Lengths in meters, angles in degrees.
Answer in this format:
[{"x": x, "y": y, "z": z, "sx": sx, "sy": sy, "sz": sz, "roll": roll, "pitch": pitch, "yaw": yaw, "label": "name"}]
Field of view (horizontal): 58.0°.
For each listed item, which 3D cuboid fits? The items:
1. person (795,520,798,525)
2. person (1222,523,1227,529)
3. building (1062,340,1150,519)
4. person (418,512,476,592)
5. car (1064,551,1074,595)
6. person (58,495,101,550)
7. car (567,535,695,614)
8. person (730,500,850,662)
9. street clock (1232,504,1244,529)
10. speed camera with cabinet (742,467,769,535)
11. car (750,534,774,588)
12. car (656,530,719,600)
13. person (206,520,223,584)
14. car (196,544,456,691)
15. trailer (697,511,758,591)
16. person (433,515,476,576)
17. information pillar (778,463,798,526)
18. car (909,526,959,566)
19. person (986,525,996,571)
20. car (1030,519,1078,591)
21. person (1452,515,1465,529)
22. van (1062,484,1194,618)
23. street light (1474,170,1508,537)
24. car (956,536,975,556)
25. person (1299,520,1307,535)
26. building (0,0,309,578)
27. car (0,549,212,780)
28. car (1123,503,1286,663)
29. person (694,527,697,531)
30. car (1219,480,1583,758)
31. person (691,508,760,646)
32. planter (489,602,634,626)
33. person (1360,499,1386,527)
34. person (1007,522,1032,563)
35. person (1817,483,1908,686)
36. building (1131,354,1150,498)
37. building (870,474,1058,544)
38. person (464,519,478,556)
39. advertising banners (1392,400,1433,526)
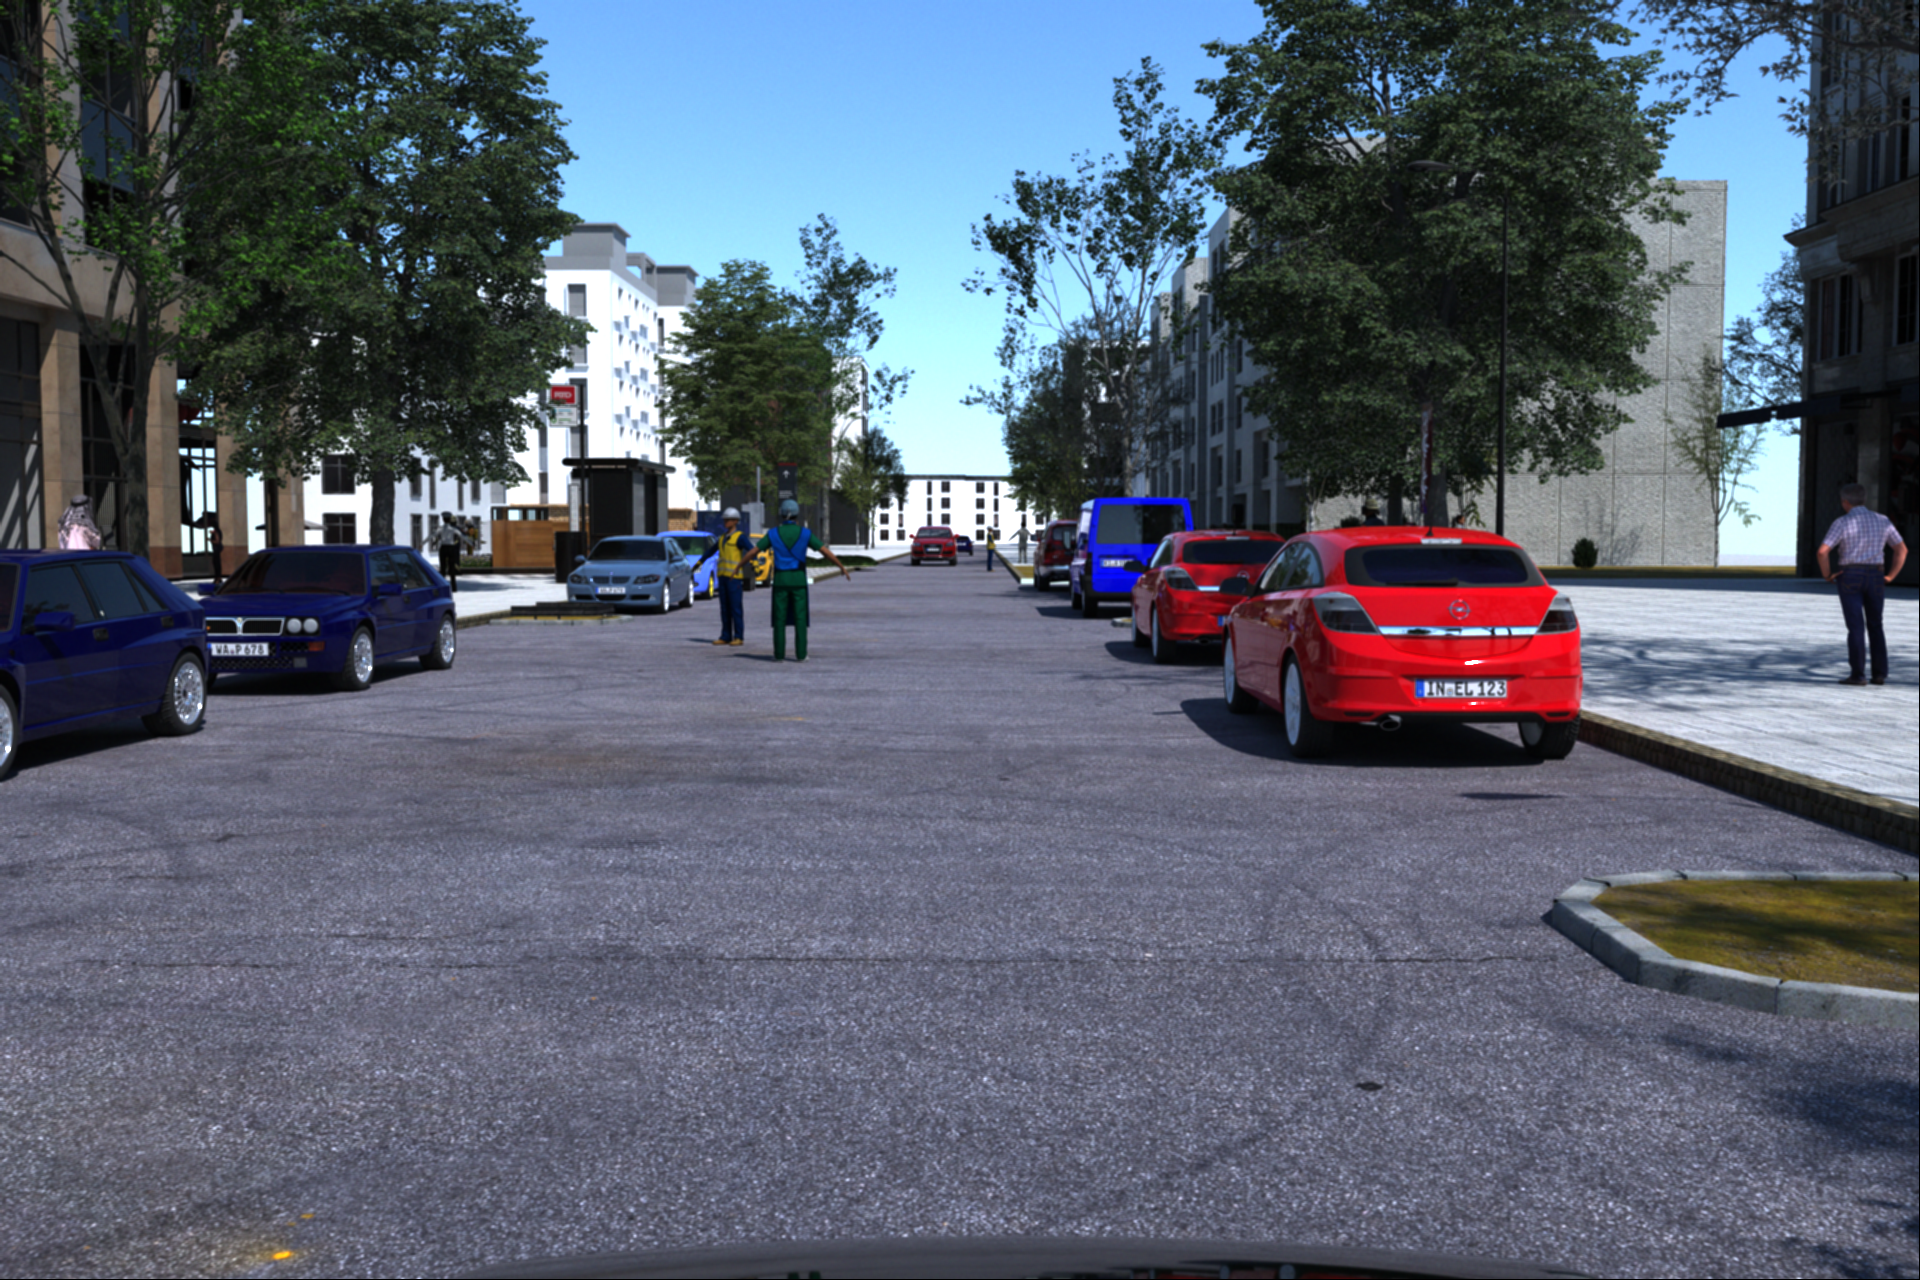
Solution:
[{"x": -5.053, "y": -2.874, "z": 53.792, "sx": 0.721, "sy": 1.733, "sz": 1.217, "roll": -2, "pitch": 4, "yaw": -30, "label": "person"}, {"x": 12.577, "y": -4.661, "z": 82.338, "sx": 1.348, "sy": 1.813, "sz": 0.705, "roll": -3, "pitch": 4, "yaw": -36, "label": "person"}, {"x": 25.531, "y": -21.669, "z": 198.260, "sx": 27.936, "sy": 21.610, "sz": 32.646, "roll": 0, "pitch": 4, "yaw": 1, "label": "building"}, {"x": -11.297, "y": -1.938, "z": 38.148, "sx": 1.216, "sy": 1.778, "sz": 0.721, "roll": -1, "pitch": 4, "yaw": -18, "label": "person"}, {"x": 3.418, "y": -1.827, "z": 39.653, "sx": 2.009, "sy": 1.686, "sz": 4.222, "roll": 0, "pitch": 4, "yaw": 1, "label": "car"}, {"x": -10.327, "y": -0.833, "z": 20.330, "sx": 0.551, "sy": 1.740, "sz": 0.621, "roll": 1, "pitch": 4, "yaw": 11, "label": "person"}, {"x": -6.091, "y": -1.250, "z": 32.442, "sx": 2.014, "sy": 1.417, "sz": 4.499, "roll": 0, "pitch": 4, "yaw": 0, "label": "car"}, {"x": -1.906, "y": -0.663, "z": 19.422, "sx": 1.347, "sy": 1.817, "sz": 0.704, "roll": 0, "pitch": 4, "yaw": -5, "label": "person"}, {"x": 6.620, "y": -2.246, "z": 41.298, "sx": 0.358, "sy": 2.002, "sz": 0.471, "roll": 0, "pitch": 4, "yaw": 0, "label": "street clock"}, {"x": -6.072, "y": -3.494, "z": 51.468, "sx": 0.660, "sy": 3.252, "sz": 2.038, "roll": 0, "pitch": 4, "yaw": 2, "label": "speed camera with cabinet"}, {"x": -5.895, "y": -2.277, "z": 47.455, "sx": 2.015, "sy": 1.641, "sz": 3.980, "roll": 0, "pitch": 4, "yaw": 0, "label": "car"}, {"x": -6.210, "y": -1.786, "z": 38.786, "sx": 1.945, "sy": 1.707, "sz": 3.694, "roll": 0, "pitch": 4, "yaw": 1, "label": "car"}, {"x": -19.035, "y": -2.243, "z": 44.188, "sx": 0.593, "sy": 1.643, "sz": 0.415, "roll": 2, "pitch": 4, "yaw": 33, "label": "person"}, {"x": -6.281, "y": -0.271, "z": 17.017, "sx": 1.945, "sy": 1.354, "sz": 3.894, "roll": 0, "pitch": 4, "yaw": 1, "label": "car"}, {"x": -5.937, "y": -2.201, "z": 43.033, "sx": 1.471, "sy": 1.999, "sz": 3.904, "roll": 0, "pitch": 4, "yaw": 0, "label": "trailer"}, {"x": -15.539, "y": -2.898, "z": 53.162, "sx": 1.354, "sy": 1.856, "sz": 0.705, "roll": 0, "pitch": 4, "yaw": 3, "label": "person"}, {"x": -6.301, "y": -4.527, "z": 63.389, "sx": 0.750, "sy": 3.857, "sz": 0.750, "roll": 0, "pitch": 4, "yaw": 2, "label": "information pillar"}, {"x": -1.162, "y": -4.318, "z": 79.277, "sx": 2.281, "sy": 1.827, "sz": 5.304, "roll": 0, "pitch": 4, "yaw": 1, "label": "car"}, {"x": 1.234, "y": -3.518, "z": 66.443, "sx": 0.721, "sy": 1.772, "sz": 1.216, "roll": 0, "pitch": 4, "yaw": -6, "label": "person"}, {"x": 2.968, "y": -2.211, "z": 44.823, "sx": 2.281, "sy": 1.827, "sz": 5.304, "roll": 0, "pitch": 4, "yaw": 1, "label": "car"}, {"x": 11.826, "y": -2.072, "z": 40.708, "sx": 0.721, "sy": 1.735, "sz": 1.217, "roll": 1, "pitch": 4, "yaw": 12, "label": "person"}, {"x": 3.050, "y": -1.648, "z": 31.323, "sx": 2.240, "sy": 2.365, "sz": 5.245, "roll": 0, "pitch": 4, "yaw": -1, "label": "van"}, {"x": 7.341, "y": -3.007, "z": 21.706, "sx": 1.470, "sy": 5.913, "sz": 1.316, "roll": 0, "pitch": 4, "yaw": 1, "label": "street light"}, {"x": 0.018, "y": -6.311, "z": 115.768, "sx": 1.945, "sy": 1.354, "sz": 3.894, "roll": 0, "pitch": 4, "yaw": 0, "label": "car"}, {"x": 13.127, "y": -3.666, "z": 66.082, "sx": 0.704, "sy": 1.812, "sz": 1.346, "roll": 0, "pitch": 4, "yaw": 6, "label": "person"}, {"x": -32.112, "y": -16.568, "z": 37.109, "sx": 22.709, "sy": 31.103, "sz": 35.509, "roll": 0, "pitch": 4, "yaw": 1, "label": "building"}, {"x": -6.351, "y": 0.094, "z": 11.042, "sx": 1.945, "sy": 1.354, "sz": 3.894, "roll": 0, "pitch": 4, "yaw": 1, "label": "car"}, {"x": 3.063, "y": -0.711, "z": 20.663, "sx": 2.155, "sy": 1.783, "sz": 4.494, "roll": 0, "pitch": 4, "yaw": 1, "label": "car"}, {"x": -7.667, "y": -2.769, "z": 51.200, "sx": 1.347, "sy": 1.837, "sz": 0.705, "roll": 3, "pitch": 4, "yaw": 36, "label": "person"}, {"x": 3.026, "y": -0.216, "z": 12.572, "sx": 2.155, "sy": 1.783, "sz": 4.494, "roll": 0, "pitch": 4, "yaw": 0, "label": "car"}, {"x": -3.010, "y": -0.819, "z": 22.320, "sx": 1.216, "sy": 1.772, "sz": 0.721, "roll": 3, "pitch": 4, "yaw": 39, "label": "person"}, {"x": -6.369, "y": -0.423, "z": 28.064, "sx": 1.991, "sy": 0.319, "sz": 1.994, "roll": 0, "pitch": 4, "yaw": 1, "label": "planter"}, {"x": 6.550, "y": -1.339, "z": 27.766, "sx": 1.351, "sy": 1.845, "sz": 0.704, "roll": -3, "pitch": 5, "yaw": -43, "label": "person"}, {"x": 2.744, "y": -4.268, "z": 75.966, "sx": 1.347, "sy": 1.806, "sz": 0.705, "roll": -1, "pitch": 4, "yaw": -19, "label": "person"}, {"x": 7.620, "y": -0.474, "z": 14.725, "sx": 0.756, "sy": 1.711, "sz": 0.436, "roll": 0, "pitch": 4, "yaw": 7, "label": "person"}, {"x": 22.822, "y": -19.674, "z": 178.087, "sx": 16.016, "sy": 20.090, "sz": 11.380, "roll": 0, "pitch": 4, "yaw": 1, "label": "building"}, {"x": 0.109, "y": -18.378, "z": 245.085, "sx": 28.070, "sy": 9.664, "sz": 9.099, "roll": 0, "pitch": 4, "yaw": -8, "label": "building"}, {"x": -18.901, "y": -3.726, "z": 66.694, "sx": 0.705, "sy": 1.858, "sz": 1.354, "roll": -2, "pitch": 4, "yaw": -24, "label": "person"}, {"x": 6.170, "y": -1.686, "z": 23.749, "sx": 0.090, "sy": 3.025, "sz": 2.074, "roll": 0, "pitch": 4, "yaw": 0, "label": "advertising banners"}]
